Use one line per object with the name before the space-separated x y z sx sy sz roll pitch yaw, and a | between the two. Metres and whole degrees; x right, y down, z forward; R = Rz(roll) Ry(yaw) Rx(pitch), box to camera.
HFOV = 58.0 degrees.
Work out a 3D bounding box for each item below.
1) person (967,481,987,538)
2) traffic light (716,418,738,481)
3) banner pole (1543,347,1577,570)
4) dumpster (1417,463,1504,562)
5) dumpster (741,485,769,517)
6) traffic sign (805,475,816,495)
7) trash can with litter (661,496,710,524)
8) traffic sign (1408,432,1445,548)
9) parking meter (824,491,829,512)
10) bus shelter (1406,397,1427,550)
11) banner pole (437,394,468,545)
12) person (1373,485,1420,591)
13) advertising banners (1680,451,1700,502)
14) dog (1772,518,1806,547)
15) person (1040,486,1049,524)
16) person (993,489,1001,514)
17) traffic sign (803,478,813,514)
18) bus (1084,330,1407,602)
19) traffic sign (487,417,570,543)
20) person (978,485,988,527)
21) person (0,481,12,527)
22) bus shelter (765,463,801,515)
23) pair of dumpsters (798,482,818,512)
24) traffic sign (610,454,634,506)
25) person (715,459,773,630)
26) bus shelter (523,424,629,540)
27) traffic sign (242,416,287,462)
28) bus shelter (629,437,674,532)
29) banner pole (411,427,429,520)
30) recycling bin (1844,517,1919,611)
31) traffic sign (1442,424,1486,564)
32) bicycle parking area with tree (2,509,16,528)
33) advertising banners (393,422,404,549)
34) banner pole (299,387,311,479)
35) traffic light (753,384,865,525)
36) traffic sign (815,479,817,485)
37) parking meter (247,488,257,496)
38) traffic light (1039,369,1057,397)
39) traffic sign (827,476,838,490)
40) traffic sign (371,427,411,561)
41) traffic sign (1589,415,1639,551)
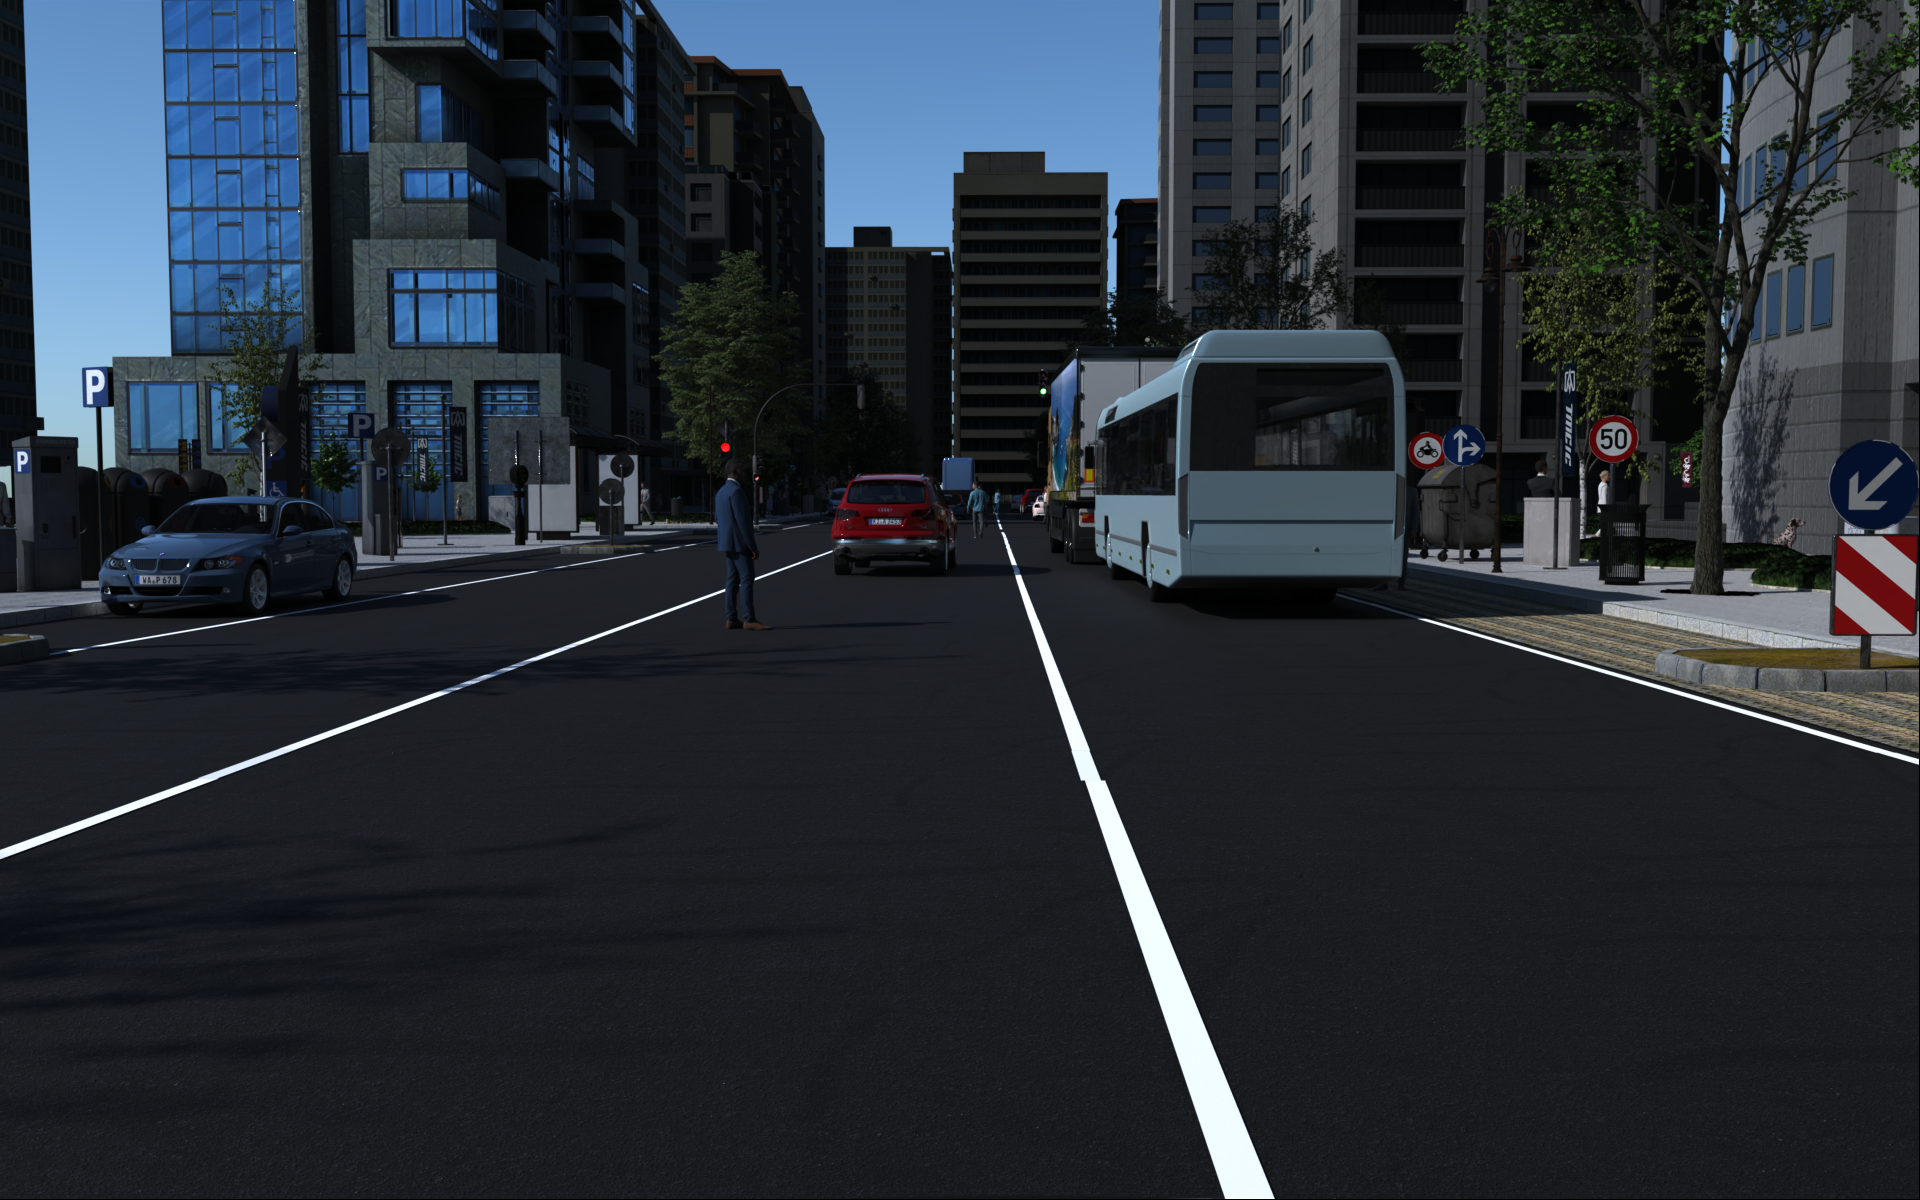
person | 0.551 -2.933 56.322 0.638 1.841 0.748 0 4 2
traffic light | -8.524 -4.560 63.472 0.839 4.253 0.868 0 4 1
banner pole | 10.205 -2.401 29.269 0.401 3.779 0.863 0 4 -7
dumpster | 9.668 -1.694 33.455 1.264 1.857 1.865 0 4 1
dumpster | -11.507 -5.764 96.736 1.502 2.255 1.985 0 4 1
traffic sign | -10.058 -7.094 116.088 0.768 2.556 0.104 0 4 4
trash can with litter | -11.946 -3.938 75.450 2.233 1.210 1.678 0 4 -2
traffic sign | 9.586 -2.170 35.583 0.768 2.556 0.104 1 4 10
parking meter | -9.735 -7.206 126.221 0.372 1.533 0.369 0 3 0
bus shelter | 9.979 -3.157 42.903 1.731 3.624 6.357 0 4 1
banner pole | -12.747 -3.273 43.536 0.863 3.779 0.401 -3 5 -41
person | 6.470 -1.042 25.637 0.635 1.810 0.391 1 4 18
advertising banners | 30.283 -4.541 70.441 2.074 3.025 0.090 3 5 44
dog | 16.055 -1.197 33.945 0.513 0.831 0.800 -2 4 -24
person | 4.084 -4.480 81.847 0.850 1.850 0.679 -3 4 -38
person | 2.670 -7.041 123.889 0.793 1.790 0.793 2 4 24
traffic sign | -9.871 -6.754 112.551 0.606 2.300 0.079 0 4 3
bus | 3.731 -1.908 26.053 2.948 3.499 13.247 0 3 0
traffic sign | -11.391 -3.173 45.745 2.265 3.308 0.079 0 4 8
person | 0.895 -4.029 74.487 0.709 1.813 0.853 2 4 25
person | -14.546 -1.194 25.916 0.694 1.780 0.624 -2 4 -31
bus shelter | -11.373 -7.118 110.302 2.014 3.302 5.546 0 4 1
pair of dumpsters | -10.660 -7.239 120.849 1.574 2.255 4.437 0 4 1
traffic sign | -10.655 -3.337 54.666 0.768 2.556 0.104 0 4 2
person | -2.350 -0.591 18.349 0.419 1.800 0.721 -3 4 -38
bus shelter | -11.342 -3.465 50.578 2.014 3.302 5.546 0 4 1
traffic sign | -11.799 -1.814 29.390 0.795 2.593 0.064 0 4 5
bus shelter | -11.693 -4.150 61.782 2.014 3.302 5.546 0 4 1
banner pole | -20.120 -4.552 64.436 0.863 3.779 0.401 1 4 13
recycling bin | 10.370 -0.410 19.265 0.722 1.027 0.722 -1 4 -19
traffic sign | 9.221 -1.937 31.768 0.768 2.556 0.104 1 4 9
bicycle parking area with tree | -36.288 -4.477 60.204 8.231 4.147 9.016 2 4 24
advertising banners | -13.443 -2.772 41.513 0.090 3.025 2.074 -1 4 -12
banner pole | -13.604 -2.795 35.710 0.401 3.779 0.863 1 4 10
traffic light | -6.298 -5.920 71.456 4.771 5.953 1.251 0 4 1
traffic sign | -11.410 -8.171 133.700 0.768 2.556 0.104 0 4 4
parking meter | -29.636 -3.922 72.539 0.372 1.533 0.369 0 3 0
traffic light | 5.243 -5.410 63.118 4.771 5.953 1.251 0 4 1
traffic sign | -9.212 -7.638 124.990 0.768 2.556 0.104 1 4 9
traffic sign | -10.861 -2.015 33.048 0.768 2.556 0.104 0 4 4
traffic sign | 10.557 -1.709 28.048 0.768 2.556 0.104 1 4 10
